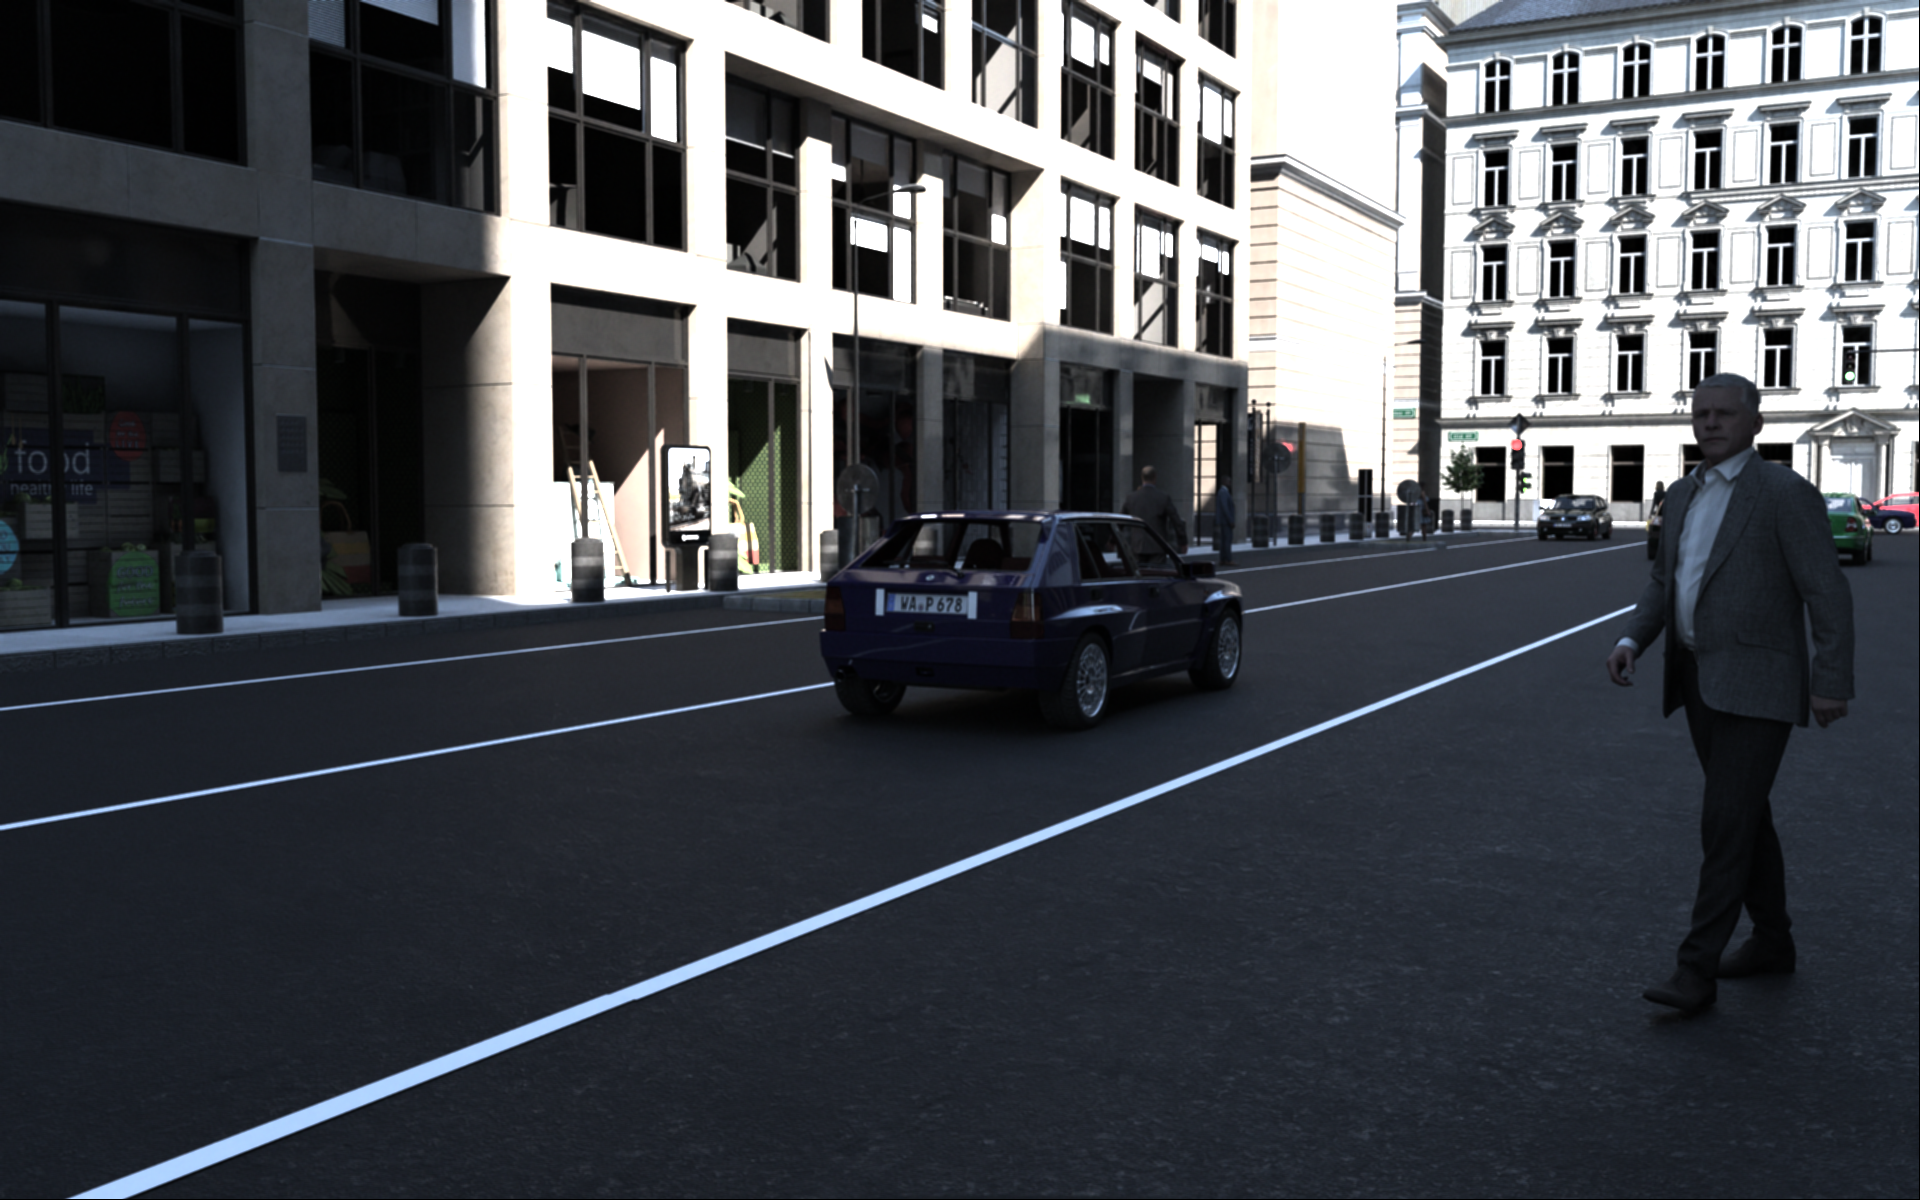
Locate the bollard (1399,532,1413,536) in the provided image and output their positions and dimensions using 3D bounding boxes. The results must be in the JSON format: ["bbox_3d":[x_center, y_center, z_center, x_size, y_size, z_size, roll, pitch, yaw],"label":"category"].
[{"bbox_3d":[13.665,-2.344,53.049,0.404,0.777,0.398,0,3,0],"label":"bollard"}]

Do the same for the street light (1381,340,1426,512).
[{"bbox_3d":[13.370,-4.888,52.463,1.470,5.913,1.316,2,4,29],"label":"street light"}]

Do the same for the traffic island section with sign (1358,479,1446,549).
[{"bbox_3d":[11.814,-2.284,45.972,1.989,1.847,2.006,2,4,29],"label":"traffic island section with sign"}]

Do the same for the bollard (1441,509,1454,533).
[{"bbox_3d":[16.246,-2.628,57.682,0.404,0.777,0.398,0,3,0],"label":"bollard"}]

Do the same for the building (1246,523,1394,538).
[{"bbox_3d":[3.827,-16.745,59.685,20.117,28.700,13.634,2,4,29],"label":"building"}]

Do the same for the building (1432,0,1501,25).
[{"bbox_3d":[54.563,-34.736,157.166,28.713,52.752,27.495,2,4,29],"label":"building"}]

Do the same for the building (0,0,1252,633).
[{"bbox_3d":[-9.250,-14.024,33.804,19.350,26.468,34.151,2,4,29],"label":"building"}]

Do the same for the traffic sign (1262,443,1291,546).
[{"bbox_3d":[7.807,-2.615,42.862,0.768,2.556,0.104,2,4,30],"label":"traffic sign"}]

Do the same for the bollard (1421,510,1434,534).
[{"bbox_3d":[14.955,-2.486,55.363,0.404,0.777,0.398,0,3,0],"label":"bollard"}]

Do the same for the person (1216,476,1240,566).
[{"bbox_3d":[5.336,-1.595,34.753,0.419,1.800,0.721,0,4,-6],"label":"person"}]

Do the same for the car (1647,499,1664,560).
[{"bbox_3d":[16.517,-1.774,38.799,2.009,1.686,4.222,2,4,28],"label":"car"}]

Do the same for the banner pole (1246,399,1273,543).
[{"bbox_3d":[8.154,-3.493,47.124,0.863,3.779,0.401,-1,4,-11],"label":"banner pole"}]

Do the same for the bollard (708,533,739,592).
[{"bbox_3d":[-3.132,-0.502,22.925,0.404,0.777,0.398,0,3,0],"label":"bollard"}]

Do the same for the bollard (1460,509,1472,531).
[{"bbox_3d":[17.535,-2.769,59.996,0.404,0.777,0.398,0,3,0],"label":"bollard"}]

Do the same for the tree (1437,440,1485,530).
[{"bbox_3d":[17.816,-4.111,61.823,1.663,3.219,1.824,0,3,0],"label":"tree"}]

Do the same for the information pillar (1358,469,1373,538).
[{"bbox_3d":[11.794,-2.809,50.417,0.304,2.012,0.304,-3,4,-37],"label":"information pillar"}]

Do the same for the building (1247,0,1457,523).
[{"bbox_3d":[16.554,-18.753,92.514,20.117,28.700,13.634,2,4,29],"label":"building"}]

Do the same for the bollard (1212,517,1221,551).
[{"bbox_3d":[5.906,-1.494,39.140,0.404,0.777,0.398,0,3,0],"label":"bollard"}]

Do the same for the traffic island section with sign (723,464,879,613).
[{"bbox_3d":[-1.612,-0.811,21.895,1.989,1.847,2.006,2,4,29],"label":"traffic island section with sign"}]

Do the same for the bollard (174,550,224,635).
[{"bbox_3d":[-7.014,-0.076,15.964,0.404,0.777,0.398,0,3,0],"label":"bollard"}]

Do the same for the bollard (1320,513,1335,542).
[{"bbox_3d":[9.781,-1.919,46.086,0.404,0.777,0.398,0,3,0],"label":"bollard"}]

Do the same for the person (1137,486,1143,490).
[{"bbox_3d":[3.221,-1.231,30.698,0.319,1.574,0.516,0,4,-1],"label":"person"}]

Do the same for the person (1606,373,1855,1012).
[{"bbox_3d":[2.158,0.241,4.958,0.834,1.777,0.661,-2,4,-31],"label":"person"}]

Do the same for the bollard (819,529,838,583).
[{"bbox_3d":[-1.848,-0.644,25.241,0.404,0.777,0.398,0,3,0],"label":"bollard"}]

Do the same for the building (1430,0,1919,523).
[{"bbox_3d":[45.289,-18.427,77.693,44.131,29.872,17.030,2,4,29],"label":"building"}]

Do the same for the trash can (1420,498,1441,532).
[{"bbox_3d":[16.029,-2.903,59.112,0.748,1.137,0.748,0,3,0],"label":"trash can"}]

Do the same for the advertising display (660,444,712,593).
[{"bbox_3d":[-3.603,-1.078,22.832,0.123,1.923,0.974,2,4,27],"label":"advertising display"}]

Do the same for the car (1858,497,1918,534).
[{"bbox_3d":[32.565,-3.078,62.910,3.894,1.354,1.945,2,4,28],"label":"car"}]

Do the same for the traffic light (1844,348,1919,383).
[{"bbox_3d":[30.111,-4.844,53.869,4.771,5.953,1.251,2,4,29],"label":"traffic light"}]

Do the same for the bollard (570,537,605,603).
[{"bbox_3d":[-4.429,-0.360,20.596,0.404,0.777,0.398,0,3,0],"label":"bollard"}]

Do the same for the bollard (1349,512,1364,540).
[{"bbox_3d":[11.086,-2.061,48.422,0.404,0.777,0.398,0,3,0],"label":"bollard"}]

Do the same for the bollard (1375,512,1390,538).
[{"bbox_3d":[12.374,-2.203,50.736,0.404,0.777,0.398,0,3,0],"label":"bollard"}]

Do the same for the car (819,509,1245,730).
[{"bbox_3d":[0.677,0.031,12.072,1.945,1.354,3.894,2,4,28],"label":"car"}]

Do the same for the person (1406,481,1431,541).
[{"bbox_3d":[13.032,-2.473,49.023,0.778,1.811,0.616,-1,4,-21],"label":"person"}]

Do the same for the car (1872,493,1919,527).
[{"bbox_3d":[35.283,-3.434,65.179,4.494,1.783,2.155,2,4,28],"label":"car"}]

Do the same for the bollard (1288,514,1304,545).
[{"bbox_3d":[8.493,-1.777,43.769,0.404,0.777,0.398,0,3,0],"label":"bollard"}]

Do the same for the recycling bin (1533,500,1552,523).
[{"bbox_3d":[26.347,-4.010,78.125,0.722,1.027,0.722,-1,4,-10],"label":"recycling bin"}]

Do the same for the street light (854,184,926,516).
[{"bbox_3d":[-1.128,-3.292,26.365,1.470,5.913,1.316,2,4,29],"label":"street light"}]

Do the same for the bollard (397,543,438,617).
[{"bbox_3d":[-5.723,-0.218,18.279,0.404,0.777,0.398,0,3,0],"label":"bollard"}]

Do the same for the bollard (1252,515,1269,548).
[{"bbox_3d":[7.197,-1.635,41.455,0.404,0.777,0.398,0,3,0],"label":"bollard"}]

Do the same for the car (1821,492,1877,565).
[{"bbox_3d":[18.230,-1.698,36.563,1.959,1.807,4.718,2,4,30],"label":"car"}]

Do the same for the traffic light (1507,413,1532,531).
[{"bbox_3d":[19.338,-4.347,59.989,0.839,4.253,0.868,2,4,29],"label":"traffic light"}]

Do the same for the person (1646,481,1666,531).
[{"bbox_3d":[19.725,-2.388,47.757,1.509,1.804,0.699,1,4,17],"label":"person"}]

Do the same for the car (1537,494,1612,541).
[{"bbox_3d":[19.415,-2.743,54.638,2.009,1.686,4.222,2,4,30],"label":"car"}]

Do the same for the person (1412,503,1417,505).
[{"bbox_3d":[17.340,-3.392,66.019,0.516,1.574,0.319,1,4,13],"label":"person"}]

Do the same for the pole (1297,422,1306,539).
[{"bbox_3d":[9.741,-3.398,49.394,0.158,3.312,0.155,0,3,0],"label":"pole"}]

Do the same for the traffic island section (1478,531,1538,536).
[{"bbox_3d":[19.308,-2.316,60.142,2.009,0.180,2.903,2,4,29],"label":"traffic island section"}]

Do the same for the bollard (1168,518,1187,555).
[{"bbox_3d":[4.619,-1.352,36.825,0.404,0.777,0.398,0,3,0],"label":"bollard"}]

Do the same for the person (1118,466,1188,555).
[{"bbox_3d":[2.195,-0.681,20.189,0.990,1.755,0.434,2,4,27],"label":"person"}]
